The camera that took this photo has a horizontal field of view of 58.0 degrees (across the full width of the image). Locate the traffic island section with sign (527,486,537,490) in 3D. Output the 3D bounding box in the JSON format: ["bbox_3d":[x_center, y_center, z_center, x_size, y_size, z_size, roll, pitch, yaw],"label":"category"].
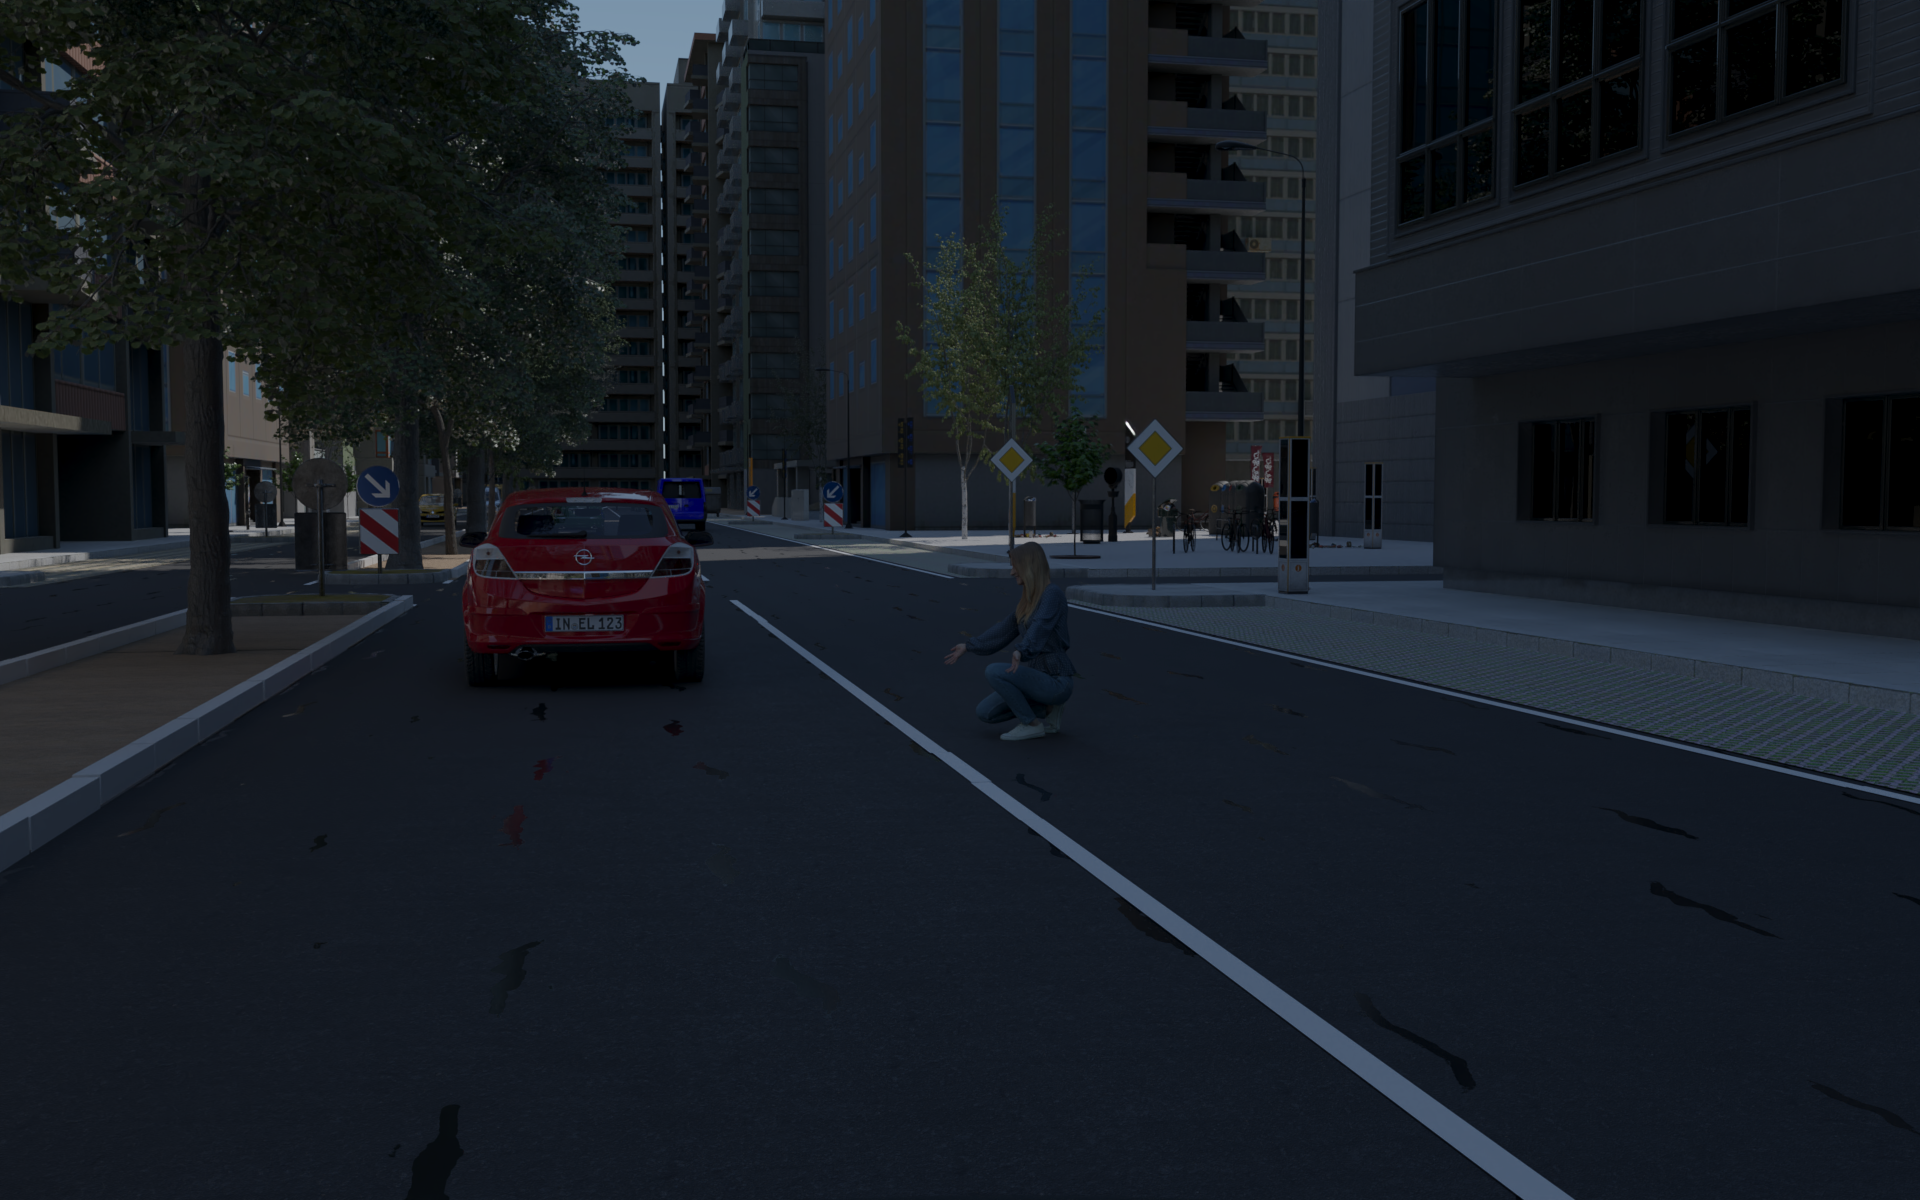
[{"bbox_3d":[-25.193,-5.734,101.891,2.006,1.907,1.989,-1,4,-12],"label":"traffic island section with sign"}]

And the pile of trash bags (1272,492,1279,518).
[{"bbox_3d":[13.951,-4.508,83.457,3.447,1.369,1.912,0,4,-1],"label":"pile of trash bags"}]

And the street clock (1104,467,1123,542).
[{"bbox_3d":[4.107,-2.565,46.500,0.471,2.002,0.358,3,5,44],"label":"street clock"}]

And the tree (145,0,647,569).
[{"bbox_3d":[-10.348,-7.507,31.852,9.857,13.997,8.962,0,3,0],"label":"tree"}]

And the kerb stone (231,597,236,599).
[{"bbox_3d":[-8.942,0.072,21.016,0.120,0.150,1.000,-1,4,-12],"label":"kerb stone"}]

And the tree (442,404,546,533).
[{"bbox_3d":[-15.745,-6.386,57.226,4.737,8.622,4.395,0,3,0],"label":"tree"}]

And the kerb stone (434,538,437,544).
[{"bbox_3d":[-14.851,-1.613,48.602,0.120,0.150,1.000,-1,4,-12],"label":"kerb stone"}]

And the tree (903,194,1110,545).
[{"bbox_3d":[1.543,-5.697,43.501,4.737,8.622,4.395,0,3,0],"label":"tree"}]

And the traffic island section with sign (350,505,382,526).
[{"bbox_3d":[-26.364,-4.251,78.139,1.989,1.847,2.006,-1,4,-12],"label":"traffic island section with sign"}]

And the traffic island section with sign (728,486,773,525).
[{"bbox_3d":[-9.920,-4.465,81.624,1.989,1.847,2.006,-1,4,-12],"label":"traffic island section with sign"}]

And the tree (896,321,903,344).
[{"bbox_3d":[0.163,-6.010,48.633,4.737,8.622,4.395,0,3,0],"label":"tree"}]

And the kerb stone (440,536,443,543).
[{"bbox_3d":[-15.283,-1.736,50.601,0.120,0.150,1.000,-1,4,-12],"label":"kerb stone"}]

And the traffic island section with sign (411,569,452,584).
[{"bbox_3d":[-9.451,-1.240,28.413,2.006,1.907,1.989,-1,4,-12],"label":"traffic island section with sign"}]

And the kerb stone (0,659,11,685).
[{"bbox_3d":[-7.232,0.562,13.000,0.120,0.150,1.000,-1,4,-12],"label":"kerb stone"}]

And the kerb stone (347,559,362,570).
[{"bbox_3d":[-11.417,-0.633,32.550,0.120,0.150,1.000,-1,4,-12],"label":"kerb stone"}]

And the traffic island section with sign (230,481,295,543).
[{"bbox_3d":[-20.674,-2.624,51.530,1.989,1.847,2.006,-1,4,-12],"label":"traffic island section with sign"}]

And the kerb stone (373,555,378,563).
[{"bbox_3d":[-12.060,-0.818,35.565,0.120,0.150,1.000,-1,4,-12],"label":"kerb stone"}]

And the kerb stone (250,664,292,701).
[{"bbox_3d":[-4.956,0.598,12.417,0.120,0.150,1.000,-1,4,-12],"label":"kerb stone"}]

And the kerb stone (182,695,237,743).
[{"bbox_3d":[-4.526,0.721,10.408,0.120,0.150,1.000,-1,4,-12],"label":"kerb stone"}]

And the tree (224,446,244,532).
[{"bbox_3d":[-25.021,-3.895,58.285,1.663,3.219,1.824,0,3,0],"label":"tree"}]

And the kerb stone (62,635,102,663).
[{"bbox_3d":[-7.660,0.443,15.007,0.120,0.150,1.000,-1,4,-12],"label":"kerb stone"}]

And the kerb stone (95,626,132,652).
[{"bbox_3d":[-7.874,0.379,16.006,0.120,0.150,1.000,-1,4,-12],"label":"kerb stone"}]

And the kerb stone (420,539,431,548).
[{"bbox_3d":[-14.417,-1.492,46.585,0.120,0.150,1.000,-1,4,-12],"label":"kerb stone"}]

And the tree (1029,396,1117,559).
[{"bbox_3d":[2.161,-2.441,34.515,1.663,3.219,1.824,0,3,0],"label":"tree"}]

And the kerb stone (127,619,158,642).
[{"bbox_3d":[-8.090,0.319,17.005,0.120,0.150,1.000,-1,4,-12],"label":"kerb stone"}]

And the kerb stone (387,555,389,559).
[{"bbox_3d":[-12.493,-0.940,37.564,0.120,0.150,1.000,-1,4,-12],"label":"kerb stone"}]

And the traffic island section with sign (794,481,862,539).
[{"bbox_3d":[-4.263,-2.853,55.267,1.989,1.847,2.006,-1,4,-12],"label":"traffic island section with sign"}]

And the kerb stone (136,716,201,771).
[{"bbox_3d":[-4.312,0.783,9.402,0.120,0.150,1.000,-1,4,-12],"label":"kerb stone"}]

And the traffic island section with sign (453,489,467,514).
[{"bbox_3d":[-36.992,-7.283,127.709,1.989,1.847,2.006,-1,4,-12],"label":"traffic island section with sign"}]

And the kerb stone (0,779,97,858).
[{"bbox_3d":[-3.874,0.912,7.395,0.120,0.150,1.000,-1,4,-12],"label":"kerb stone"}]

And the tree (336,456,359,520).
[{"bbox_3d":[-30.810,-5.677,87.417,1.663,3.219,1.824,0,3,0],"label":"tree"}]

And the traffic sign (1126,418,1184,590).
[{"bbox_3d":[2.586,-1.189,23.084,0.795,2.450,0.064,-1,4,-12],"label":"traffic sign"}]

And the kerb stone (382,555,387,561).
[{"bbox_3d":[-12.276,-0.879,36.565,0.120,0.150,1.000,-1,4,-12],"label":"kerb stone"}]

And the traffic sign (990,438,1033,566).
[{"bbox_3d":[0.914,-1.667,30.892,0.795,2.450,0.064,-1,4,-12],"label":"traffic sign"}]

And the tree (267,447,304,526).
[{"bbox_3d":[-27.228,-4.676,71.050,1.663,3.219,1.824,0,3,0],"label":"tree"}]

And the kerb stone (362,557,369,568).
[{"bbox_3d":[-11.629,-0.695,33.555,0.120,0.150,1.000,-1,4,-12],"label":"kerb stone"}]

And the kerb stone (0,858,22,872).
[{"bbox_3d":[-3.661,0.966,6.395,0.120,0.150,1.000,-1,4,-12],"label":"kerb stone"}]

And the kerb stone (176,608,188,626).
[{"bbox_3d":[-8.523,0.197,19.010,0.120,0.150,1.000,-1,4,-12],"label":"kerb stone"}]

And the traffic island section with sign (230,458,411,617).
[{"bbox_3d":[-7.910,-0.797,21.168,2.006,1.907,1.989,-1,4,-12],"label":"traffic island section with sign"}]

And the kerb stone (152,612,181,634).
[{"bbox_3d":[-8.301,0.256,18.005,0.120,0.150,1.000,-1,4,-12],"label":"kerb stone"}]

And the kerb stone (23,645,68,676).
[{"bbox_3d":[-7.446,0.504,14.006,0.120,0.150,1.000,-1,4,-12],"label":"kerb stone"}]

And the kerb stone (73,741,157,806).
[{"bbox_3d":[-4.095,0.844,8.403,0.120,0.150,1.000,-1,4,-12],"label":"kerb stone"}]

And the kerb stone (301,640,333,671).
[{"bbox_3d":[-5.385,0.475,14.426,0.120,0.150,1.000,-1,4,-12],"label":"kerb stone"}]

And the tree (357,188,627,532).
[{"bbox_3d":[-17.724,-9.326,65.303,12.009,13.543,11.850,0,3,0],"label":"tree"}]

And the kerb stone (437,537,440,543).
[{"bbox_3d":[-15.069,-1.671,49.601,0.120,0.150,1.000,-1,4,-12],"label":"kerb stone"}]

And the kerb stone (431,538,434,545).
[{"bbox_3d":[-14.635,-1.554,47.598,0.120,0.150,1.000,-1,4,-12],"label":"kerb stone"}]

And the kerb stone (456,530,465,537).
[{"bbox_3d":[-17.208,-2.289,59.622,0.120,0.150,1.000,-1,4,-12],"label":"kerb stone"}]

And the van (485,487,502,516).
[{"bbox_3d":[-26.097,-5.413,95.507,2.013,2.044,4.112,-1,4,-14],"label":"van"}]

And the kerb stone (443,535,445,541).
[{"bbox_3d":[-15.487,-1.799,51.602,0.120,0.150,1.000,-1,4,-12],"label":"kerb stone"}]

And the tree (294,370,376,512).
[{"bbox_3d":[-30.129,-8.108,82.921,4.360,8.622,3.978,0,3,0],"label":"tree"}]

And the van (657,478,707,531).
[{"bbox_3d":[-11.128,-3.935,68.715,2.240,2.365,5.245,-1,4,-11],"label":"van"}]

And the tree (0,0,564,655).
[{"bbox_3d":[-6.913,-5.806,15.519,7.486,12.596,7.792,0,3,0],"label":"tree"}]

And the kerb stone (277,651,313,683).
[{"bbox_3d":[-5.172,0.538,13.416,0.120,0.150,1.000,-1,4,-12],"label":"kerb stone"}]

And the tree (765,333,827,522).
[{"bbox_3d":[-6.517,-7.827,78.328,4.360,8.622,3.978,0,3,0],"label":"tree"}]

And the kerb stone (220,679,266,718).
[{"bbox_3d":[-4.747,0.663,11.411,0.120,0.150,1.000,-1,4,-12],"label":"kerb stone"}]

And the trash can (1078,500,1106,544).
[{"bbox_3d":[3.392,-2.014,44.582,0.748,1.137,0.748,0,3,0],"label":"trash can"}]

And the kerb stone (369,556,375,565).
[{"bbox_3d":[-11.847,-0.748,34.554,0.120,0.150,1.000,-1,4,-12],"label":"kerb stone"}]

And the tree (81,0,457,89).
[{"bbox_3d":[-5.003,-4.362,8.186,8.767,10.594,7.601,-1,4,-12],"label":"tree"}]
